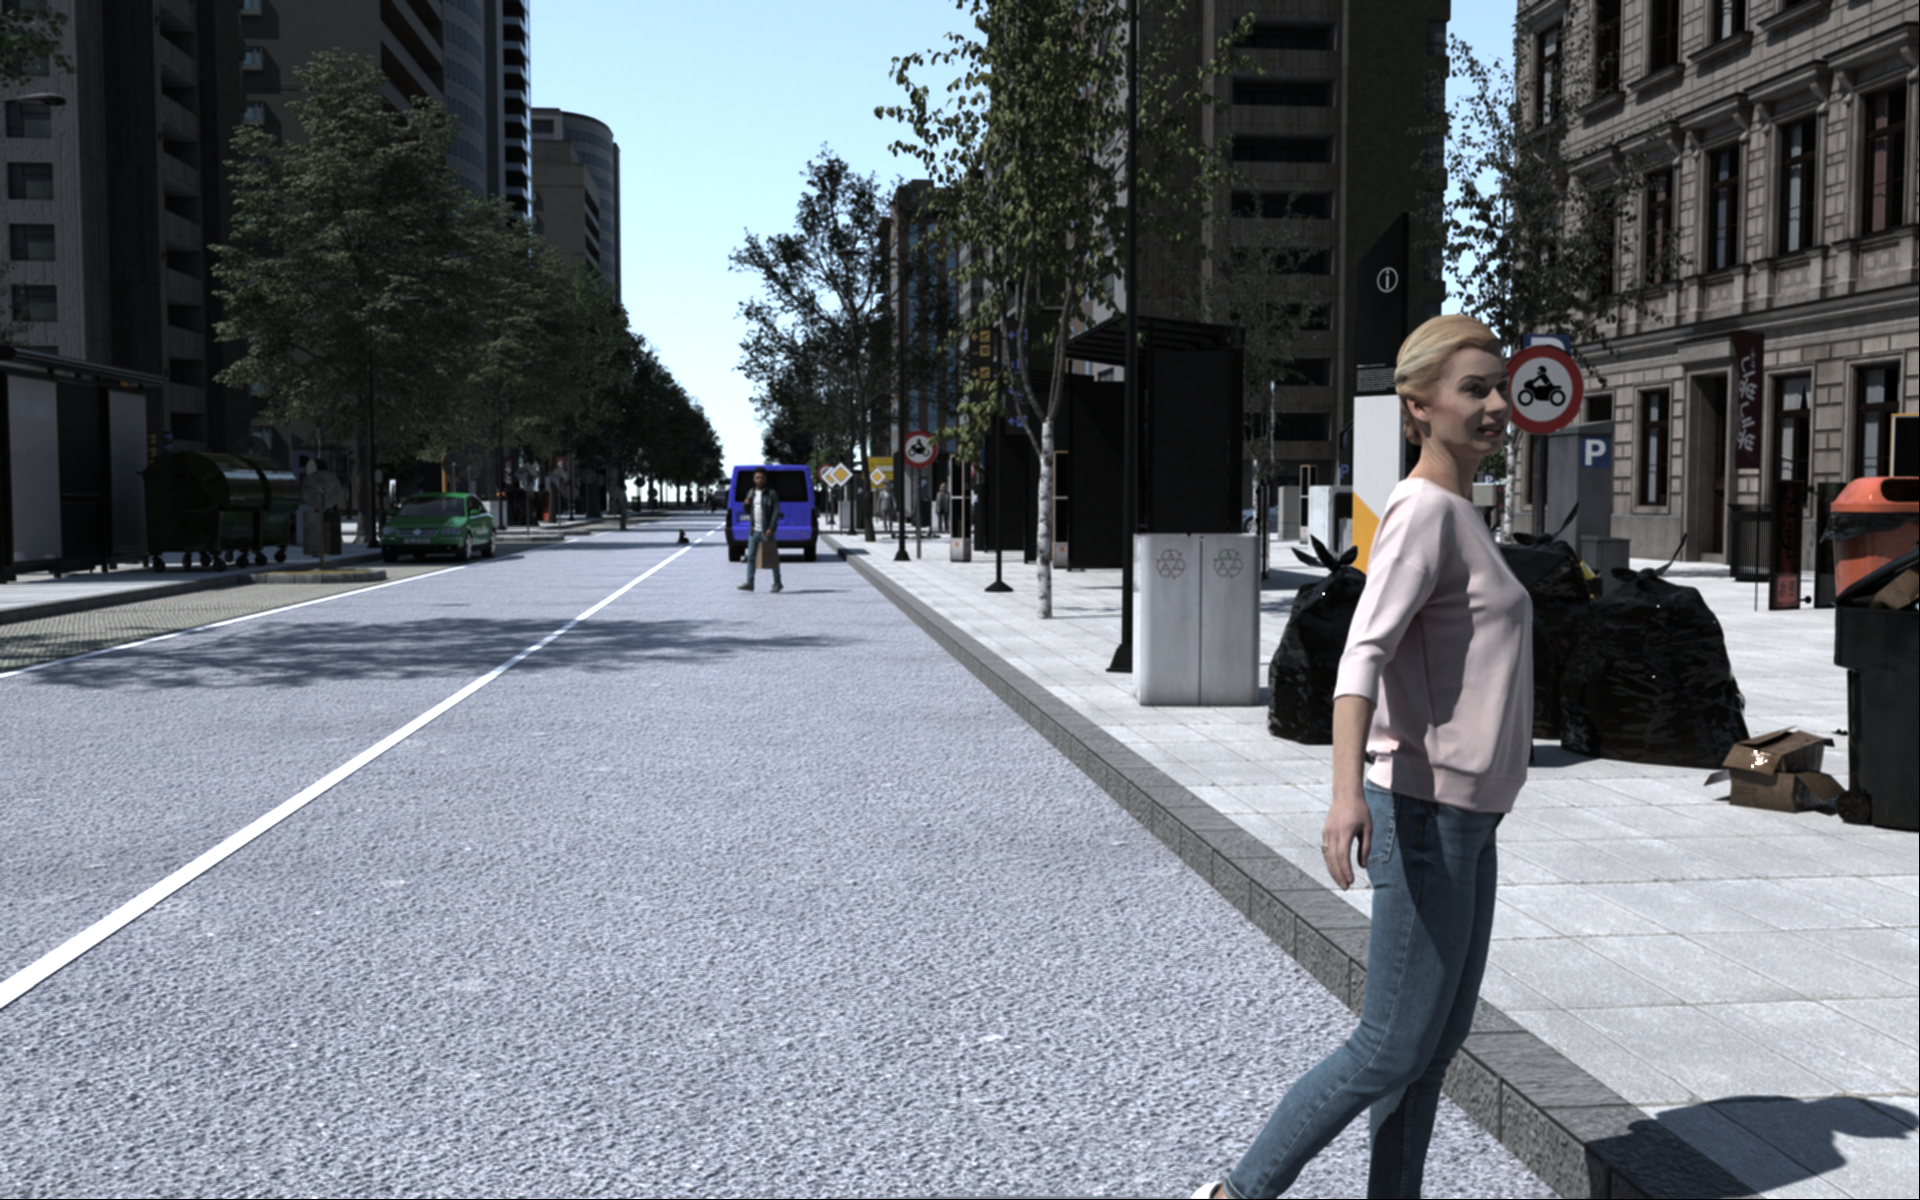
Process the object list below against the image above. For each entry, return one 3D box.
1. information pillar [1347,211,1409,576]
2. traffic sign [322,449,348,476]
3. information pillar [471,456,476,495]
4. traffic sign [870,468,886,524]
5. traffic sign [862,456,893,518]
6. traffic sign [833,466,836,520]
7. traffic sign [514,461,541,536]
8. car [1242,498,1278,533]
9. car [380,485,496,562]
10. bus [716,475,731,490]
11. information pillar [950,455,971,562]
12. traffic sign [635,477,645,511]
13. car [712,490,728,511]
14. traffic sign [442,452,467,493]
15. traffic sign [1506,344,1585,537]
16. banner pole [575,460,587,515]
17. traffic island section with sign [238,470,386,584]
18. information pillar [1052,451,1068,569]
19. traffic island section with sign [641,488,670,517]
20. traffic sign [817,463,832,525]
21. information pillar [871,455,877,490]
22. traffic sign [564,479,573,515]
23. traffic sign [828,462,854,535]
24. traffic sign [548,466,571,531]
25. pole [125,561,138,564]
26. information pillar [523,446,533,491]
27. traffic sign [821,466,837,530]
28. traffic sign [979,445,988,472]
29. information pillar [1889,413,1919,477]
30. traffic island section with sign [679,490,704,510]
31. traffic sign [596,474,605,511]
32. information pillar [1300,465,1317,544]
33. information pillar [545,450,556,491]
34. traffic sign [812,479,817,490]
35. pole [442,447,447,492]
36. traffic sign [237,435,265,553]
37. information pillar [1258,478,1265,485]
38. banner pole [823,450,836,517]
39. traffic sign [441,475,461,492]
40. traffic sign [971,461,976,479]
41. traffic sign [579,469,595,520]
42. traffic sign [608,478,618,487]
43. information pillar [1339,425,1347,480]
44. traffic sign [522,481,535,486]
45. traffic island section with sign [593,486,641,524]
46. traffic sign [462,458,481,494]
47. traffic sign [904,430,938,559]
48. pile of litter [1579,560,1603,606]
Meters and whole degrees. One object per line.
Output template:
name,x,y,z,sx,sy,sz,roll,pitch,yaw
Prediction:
information pillar,3.549,-1.422,14.602,0.183,3.616,0.504,-3,5,-41
traffic sign,-14.308,-2.296,39.670,0.606,2.300,0.079,0,4,2
information pillar,-29.837,-7.015,106.045,0.183,3.616,0.504,2,4,34
traffic sign,-3.615,-4.539,75.404,0.795,2.450,0.064,0,4,-3
traffic sign,-4.178,-6.091,93.454,2.265,3.308,0.079,0,4,2
traffic sign,-5.684,-4.732,77.476,0.768,2.556,0.104,0,4,1
traffic sign,-13.197,-3.012,52.886,0.795,2.450,0.064,0,4,-6
car,11.428,-2.949,60.225,4.499,1.417,2.014,0,4,-8
car,-11.288,-1.763,37.623,1.959,1.807,4.718,0,4,-5
bus,-25.610,-12.211,194.516,2.948,3.499,13.247,0,4,-5
information pillar,0.015,-1.722,32.646,0.304,2.012,0.304,2,4,29
traffic sign,-23.872,-7.903,129.314,0.768,2.556,0.104,0,4,-3
car,-20.544,-8.680,150.593,2.281,1.827,5.304,0,4,-6
traffic sign,-15.324,-3.206,52.530,0.768,2.556,0.104,0,4,1
traffic sign,4.941,-0.900,14.827,0.768,2.556,0.104,0,4,-6
banner pole,-23.423,-7.146,106.850,0.401,3.779,0.863,3,5,43
traffic island section with sign,-10.545,-1.209,28.390,1.989,1.847,2.006,0,4,-6
information pillar,1.742,-1.546,29.767,0.304,2.012,0.304,0,4,-2
traffic island section with sign,-19.542,-6.227,110.446,1.989,1.847,2.006,0,4,-6
traffic sign,-5.552,-4.411,72.220,0.768,2.556,0.104,0,4,3
information pillar,-5.192,-6.879,103.827,0.504,3.616,0.183,1,4,16
traffic sign,-24.515,-6.587,107.697,0.884,2.594,0.081,0,4,-2
traffic sign,-3.708,-3.074,53.903,0.795,2.450,0.064,0,4,-6
traffic sign,-14.068,-3.497,60.824,0.795,2.450,0.064,0,4,-6
pole,-15.140,-2.307,31.564,0.158,3.312,0.155,0,3,0
information pillar,-20.828,-5.636,83.509,0.504,3.616,0.183,1,4,14
traffic sign,-4.578,-3.560,61.840,0.795,2.450,0.064,0,4,-6
traffic sign,0.838,-2.571,42.141,0.768,2.556,0.104,0,3,0
information pillar,8.691,-0.698,15.907,0.304,2.012,0.304,2,4,28
traffic island section with sign,-24.990,-9.266,160.123,1.989,1.847,2.006,0,4,-6
traffic sign,-22.793,-6.683,109.372,0.768,2.556,0.104,0,4,-4
information pillar,8.908,-2.434,44.290,0.304,2.012,0.304,-3,4,-38
information pillar,-19.567,-5.586,82.684,0.504,3.616,0.183,-1,4,-16
traffic sign,-9.649,-6.908,114.129,0.795,2.450,0.064,0,4,3
pole,-21.972,-4.893,73.848,0.158,3.312,0.155,0,3,0
traffic sign,-15.366,-2.292,37.576,0.768,2.556,0.104,0,4,-4
information pillar,13.463,-4.468,77.540,0.304,2.012,0.304,-1,4,-14
banner pole,-7.329,-6.595,97.844,0.863,3.779,0.401,-3,4,-37
traffic sign,-22.551,-4.693,76.727,0.884,2.594,0.081,0,4,1
traffic sign,0.223,-3.850,63.046,0.768,2.556,0.104,0,4,2
traffic sign,-18.629,-5.287,86.542,0.768,2.556,0.104,0,4,-5
traffic sign,-27.064,-8.257,135.104,0.768,2.556,0.104,0,4,1
information pillar,12.228,-3.885,54.872,0.504,3.616,0.183,-2,4,-27
traffic sign,-21.604,-5.176,86.762,0.606,2.300,0.079,0,4,-4
traffic island section with sign,-16.570,-4.574,83.407,1.989,1.847,2.006,0,4,-6
traffic sign,-17.313,-3.738,61.215,0.768,2.556,0.104,0,4,0
traffic sign,-0.816,-2.094,34.336,0.768,2.556,0.104,0,4,-5
pile of litter,4.360,0.089,12.507,1.719,0.858,1.176,2,4,33
